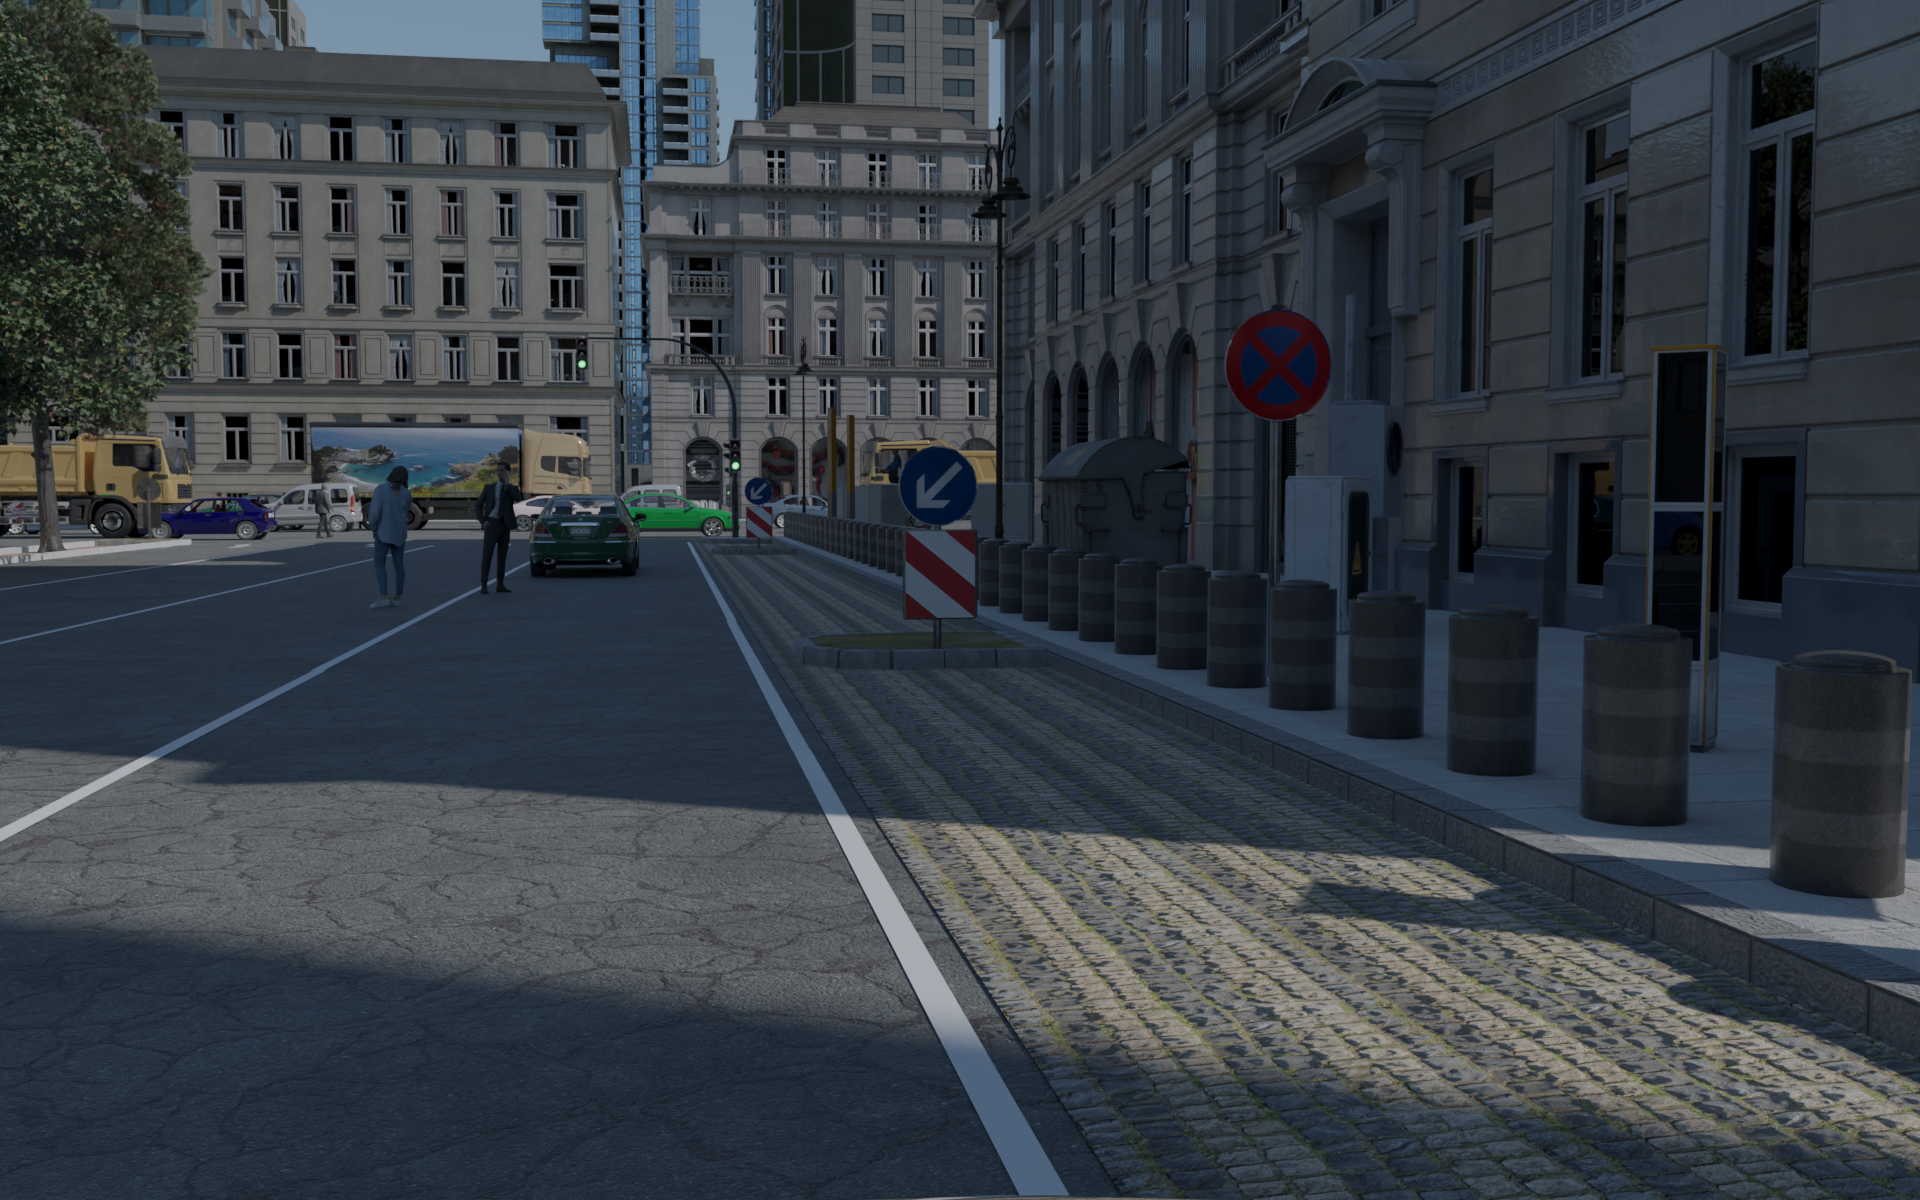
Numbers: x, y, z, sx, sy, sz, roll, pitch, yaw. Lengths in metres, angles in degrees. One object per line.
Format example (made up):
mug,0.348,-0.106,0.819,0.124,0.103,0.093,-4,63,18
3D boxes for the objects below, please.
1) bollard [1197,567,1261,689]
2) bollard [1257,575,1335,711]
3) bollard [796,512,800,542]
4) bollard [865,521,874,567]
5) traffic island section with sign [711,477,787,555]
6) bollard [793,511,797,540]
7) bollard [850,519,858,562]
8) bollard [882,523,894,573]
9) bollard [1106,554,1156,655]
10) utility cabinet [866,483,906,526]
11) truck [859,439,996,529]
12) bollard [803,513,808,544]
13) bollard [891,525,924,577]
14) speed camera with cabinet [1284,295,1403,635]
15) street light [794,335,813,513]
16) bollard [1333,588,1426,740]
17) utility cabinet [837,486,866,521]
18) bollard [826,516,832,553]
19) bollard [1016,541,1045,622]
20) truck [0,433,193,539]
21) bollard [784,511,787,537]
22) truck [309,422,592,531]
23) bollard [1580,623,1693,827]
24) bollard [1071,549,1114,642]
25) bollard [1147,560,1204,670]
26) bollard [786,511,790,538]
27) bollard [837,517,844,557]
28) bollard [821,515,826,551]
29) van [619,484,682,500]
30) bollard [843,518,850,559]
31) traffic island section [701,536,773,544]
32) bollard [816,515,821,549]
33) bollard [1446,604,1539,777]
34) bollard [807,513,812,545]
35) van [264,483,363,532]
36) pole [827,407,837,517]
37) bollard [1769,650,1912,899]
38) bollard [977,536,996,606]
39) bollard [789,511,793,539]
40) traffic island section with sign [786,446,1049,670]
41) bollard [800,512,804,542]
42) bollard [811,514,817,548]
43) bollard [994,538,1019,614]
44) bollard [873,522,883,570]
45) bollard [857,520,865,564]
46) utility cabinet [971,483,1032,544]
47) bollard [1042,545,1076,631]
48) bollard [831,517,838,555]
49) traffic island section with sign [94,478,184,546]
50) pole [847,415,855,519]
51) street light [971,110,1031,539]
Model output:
bollard,1.856,0.191,11.592,0.404,0.777,0.398,0,3,0
bollard,2.060,0.264,10.407,0.404,0.777,0.398,0,3,0
bollard,-4.077,-1.920,46.105,0.404,0.777,0.398,0,3,0
bollard,-1.420,-0.974,30.642,0.404,0.777,0.398,0,3,0
traffic island section with sign,-4.979,-2.016,41.591,1.989,1.847,2.006,-1,4,-10
bollard,-4.285,-1.992,47.289,0.404,0.777,0.398,0,3,0
bollard,-1.831,-1.120,33.025,0.404,0.777,0.398,0,3,0
bollard,-1.006,-0.828,28.257,0.404,0.777,0.398,0,3,0
bollard,1.448,0.046,13.970,0.404,0.777,0.398,0,3,0
utility cabinet,-1.487,-1.659,35.809,0.318,1.500,1.173,1,4,23
truck,0.396,-4.112,63.149,9.791,3.379,3.469,-1,4,-11
bollard,-3.674,-1.775,43.731,0.404,0.777,0.398,0,3,0
bollard,-0.807,-0.755,27.066,0.404,0.777,0.398,0,3,0
speed camera with cabinet,3.715,-1.362,16.608,0.660,3.252,2.038,2,4,29
street light,-4.566,-4.759,50.602,0.468,5.910,1.993,-1,4,-10
bollard,2.267,0.336,9.217,0.404,0.777,0.398,0,3,0
utility cabinet,-2.888,-2.318,46.582,0.318,1.500,1.173,2,4,35
bollard,-2.650,-1.411,37.788,0.404,0.777,0.398,0,3,0
bollard,0.832,-0.174,17.559,0.404,0.777,0.398,0,3,0
truck,-29.431,-3.696,56.346,9.791,3.379,3.469,0,4,-8
bollard,-4.895,-2.210,50.850,0.404,0.777,0.398,0,3,0
truck,-19.782,-4.904,69.096,11.283,4.237,2.839,-1,4,-10
bollard,2.671,0.481,6.848,0.404,0.777,0.398,0,3,0
bollard,1.240,-0.028,15.172,0.404,0.777,0.398,0,3,0
bollard,1.653,0.118,12.785,0.404,0.777,0.398,0,3,0
bollard,-4.693,-2.138,49.665,0.404,0.777,0.398,0,3,0
bollard,-2.238,-1.266,35.410,0.404,0.777,0.398,0,3,0
bollard,-2.857,-1.484,38.987,0.404,0.777,0.398,0,3,0
van,-14.085,-4.186,75.452,4.112,2.044,2.013,-1,4,-11
bollard,-2.033,-1.192,34.214,0.404,0.777,0.398,0,3,0
traffic island section,-6.597,-1.756,50.992,2.009,0.180,2.903,-1,4,-10
bollard,-3.060,-1.557,40.177,0.404,0.777,0.398,0,3,0
bollard,2.469,0.409,8.033,0.404,0.777,0.398,0,3,0
bollard,-3.468,-1.702,42.545,0.404,0.777,0.398,0,3,0
van,-24.871,-3.588,65.675,4.112,2.044,2.013,-1,4,-9
pole,-3.022,-2.878,40.903,0.158,3.312,0.155,0,3,0
bollard,2.877,0.554,5.663,0.404,0.777,0.398,0,3,0
bollard,0.419,-0.320,19.944,0.404,0.777,0.398,0,3,0
bollard,-4.490,-2.065,48.475,0.404,0.777,0.398,0,3,0
traffic island section with sign,-0.409,-0.391,15.025,1.989,1.847,2.006,-1,4,-10
bollard,-3.878,-1.847,44.920,0.404,0.777,0.398,0,3,0
bollard,-3.269,-1.630,41.360,0.404,0.777,0.398,0,3,0
bollard,0.625,-0.247,18.749,0.404,0.777,0.398,0,3,0
bollard,-1.211,-0.901,29.441,0.404,0.777,0.398,0,3,0
bollard,-1.625,-1.047,31.840,0.404,0.777,0.398,0,3,0
utility cabinet,0.818,-1.561,34.206,1.173,1.500,0.318,1,4,18
bollard,1.036,-0.101,16.371,0.404,0.777,0.398,0,3,0
bollard,-2.445,-1.338,36.594,0.404,0.777,0.398,0,3,0
traffic island section with sign,-22.863,-2.466,48.447,2.006,1.907,1.989,-1,4,-10
pole,-2.813,-3.109,44.669,0.158,3.312,0.155,0,3,0
street light,0.488,-2.974,21.407,0.468,5.910,1.993,-1,4,-10
